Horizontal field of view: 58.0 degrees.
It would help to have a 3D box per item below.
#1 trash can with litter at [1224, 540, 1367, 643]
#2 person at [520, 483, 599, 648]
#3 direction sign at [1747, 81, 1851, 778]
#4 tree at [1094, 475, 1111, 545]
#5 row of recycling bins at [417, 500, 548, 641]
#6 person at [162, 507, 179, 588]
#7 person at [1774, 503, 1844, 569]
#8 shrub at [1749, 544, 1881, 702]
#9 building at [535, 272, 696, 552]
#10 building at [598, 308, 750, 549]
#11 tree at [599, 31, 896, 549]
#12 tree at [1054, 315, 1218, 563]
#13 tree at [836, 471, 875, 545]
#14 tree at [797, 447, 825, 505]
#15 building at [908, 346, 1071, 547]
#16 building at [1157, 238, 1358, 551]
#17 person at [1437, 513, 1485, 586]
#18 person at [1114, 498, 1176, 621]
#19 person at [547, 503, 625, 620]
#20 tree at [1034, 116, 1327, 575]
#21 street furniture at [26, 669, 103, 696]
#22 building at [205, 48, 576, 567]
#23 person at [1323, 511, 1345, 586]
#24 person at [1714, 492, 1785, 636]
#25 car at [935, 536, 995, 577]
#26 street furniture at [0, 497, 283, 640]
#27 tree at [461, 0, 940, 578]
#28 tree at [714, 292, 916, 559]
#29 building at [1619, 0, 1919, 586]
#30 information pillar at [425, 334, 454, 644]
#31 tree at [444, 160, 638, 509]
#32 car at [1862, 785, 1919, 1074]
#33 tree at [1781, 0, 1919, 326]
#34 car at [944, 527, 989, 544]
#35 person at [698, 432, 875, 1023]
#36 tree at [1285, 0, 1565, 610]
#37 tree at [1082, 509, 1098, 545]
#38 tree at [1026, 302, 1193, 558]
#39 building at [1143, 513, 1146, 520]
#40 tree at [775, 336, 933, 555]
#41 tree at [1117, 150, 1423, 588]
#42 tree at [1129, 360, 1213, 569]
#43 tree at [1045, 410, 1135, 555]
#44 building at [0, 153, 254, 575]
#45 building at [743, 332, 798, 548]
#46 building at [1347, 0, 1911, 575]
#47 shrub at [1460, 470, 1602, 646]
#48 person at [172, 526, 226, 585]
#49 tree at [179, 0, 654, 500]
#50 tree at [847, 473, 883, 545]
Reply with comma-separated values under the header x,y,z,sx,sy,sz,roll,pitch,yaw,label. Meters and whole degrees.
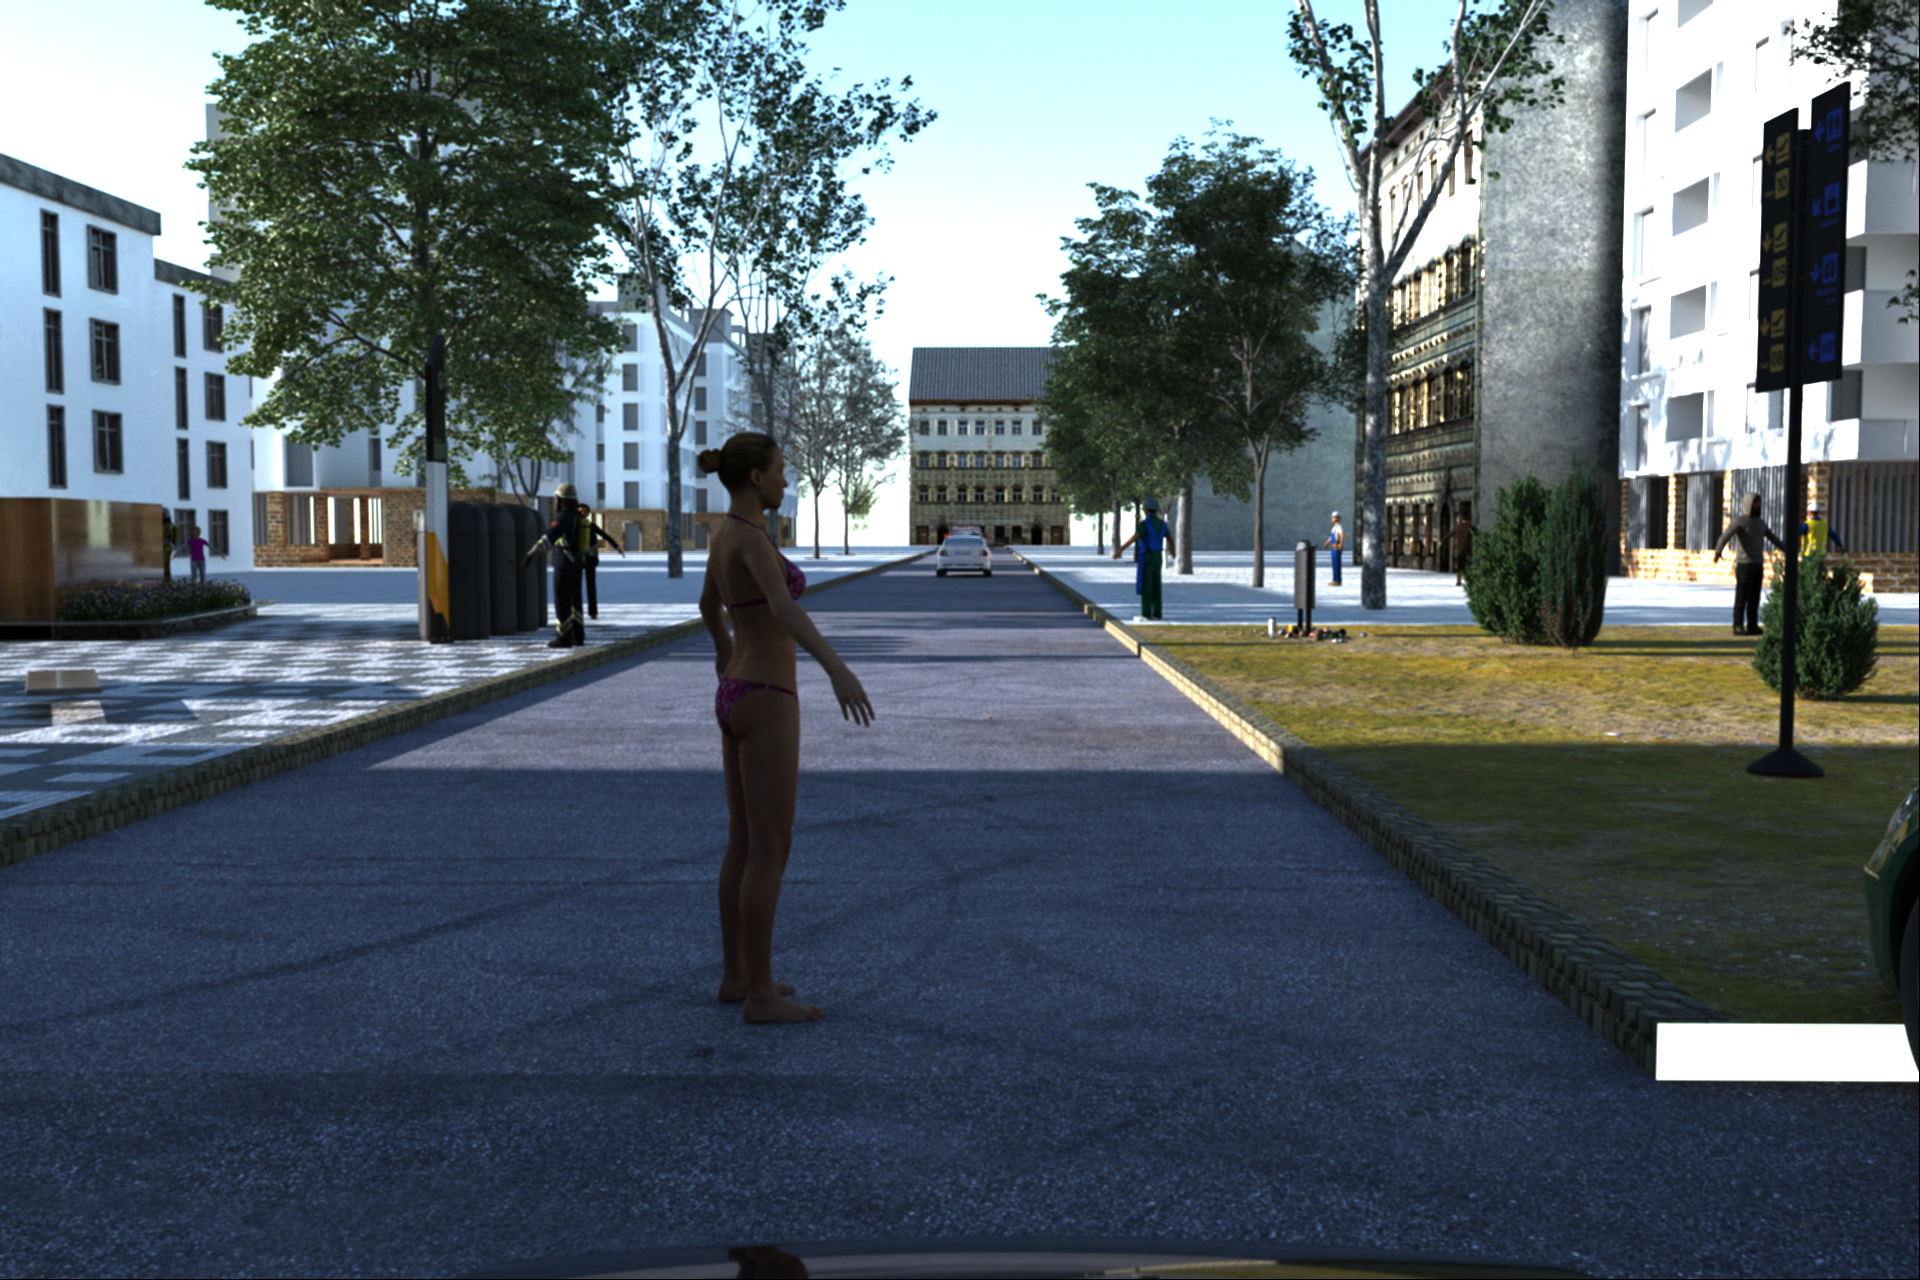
x,y,z,sx,sy,sz,roll,pitch,yaw,label
4.247,-0.636,21.457,1.678,1.210,2.233,0,4,-1,trash can with litter
-4.472,-0.849,19.659,0.705,1.856,1.354,2,4,24,person
4.430,-1.051,9.188,0.379,3.537,0.876,0,4,0,direction sign
16.803,-14.974,195.185,4.360,8.622,3.978,0,3,0,tree
-6.112,-0.941,22.505,1.069,1.692,3.534,0,4,1,row of recycling bins
-17.070,-1.916,37.092,0.705,1.858,1.354,-2,4,-28,person
15.327,-1.541,31.161,1.349,1.833,0.705,0,4,-7,person
6.620,-0.140,13.403,1.383,1.207,1.383,0,3,0,shrub
-26.543,-16.527,126.631,16.016,20.090,11.380,0,4,2,building
-24.362,-17.731,146.316,16.016,20.090,11.380,0,3,0,building
-8.516,-12.993,68.323,12.611,20.169,13.585,0,3,0,tree
7.804,-9.254,77.054,9.928,11.665,9.643,0,3,0,tree
-11.881,-15.122,197.605,4.737,8.622,4.395,0,3,0,tree
-20.542,-17.431,195.359,12.009,13.543,11.850,0,3,0,tree
3.543,-22.532,201.775,18.063,23.208,19.493,0,4,1,building
25.137,-18.804,138.378,19.493,23.208,18.063,0,4,1,building
12.548,-2.257,43.040,1.346,1.812,0.704,1,4,23,person
2.813,-1.201,25.760,1.347,1.817,0.704,-3,5,-43,person
-5.632,-1.174,25.913,1.216,1.740,0.721,-1,4,-10,person
7.097,-9.063,54.837,9.857,13.997,8.962,0,3,0,tree
-12.494,-0.348,12.536,11.010,1.723,9.812,-2,4,-28,street furniture
-23.245,-12.981,68.656,16.016,20.090,11.380,0,4,1,building
9.332,-2.273,43.027,0.705,1.847,1.347,0,4,-4,person
10.034,-0.968,21.958,1.348,1.813,0.705,-1,4,-22,person
0.162,-2.861,59.135,2.083,1.381,4.827,0,4,1,car
-12.606,-1.060,24.181,9.812,1.723,11.010,-1,4,-10,street furniture
-7.422,-11.817,49.103,12.611,20.169,13.585,0,3,0,tree
-7.304,-10.879,88.242,12.009,13.543,11.850,0,3,0,tree
24.814,-11.812,49.549,16.016,20.090,11.380,0,4,1,building
-6.072,-1.759,20.117,0.183,3.616,0.504,0,4,0,information pillar
-8.667,-5.142,34.442,4.360,8.622,3.978,0,3,0,tree
3.276,0.559,2.651,2.131,1.459,4.920,0,4,1,car
13.156,-5.069,17.290,8.767,10.594,7.601,0,4,5,tree
0.347,-4.929,89.260,2.281,1.827,5.304,0,4,1,car
-0.538,0.248,5.206,0.721,1.733,1.217,-2,4,-25,person
8.204,-10.528,28.024,12.611,20.169,13.585,0,3,0,tree
15.833,-15.284,200.252,4.360,8.622,3.978,0,3,0,tree
8.376,-11.377,92.664,9.857,13.997,8.962,0,3,0,tree
28.019,-18.646,171.319,16.747,18.905,31.486,0,4,1,building
-6.869,-11.943,105.642,12.009,13.543,11.850,0,3,0,tree
7.445,-6.547,41.463,7.601,10.594,8.767,-3,5,-39,tree
7.457,-6.915,63.427,4.360,8.622,3.978,0,3,0,tree
9.010,-11.544,106.878,7.486,12.596,7.792,0,3,0,tree
-25.397,-6.323,45.521,9.099,9.664,28.070,0,4,2,building
-21.719,-18.795,163.718,16.016,20.090,11.380,0,4,1,building
25.457,-14.141,62.128,19.493,23.208,18.063,0,4,1,building
6.625,-0.959,20.101,1.690,2.028,1.600,0,3,0,shrub
-14.898,-1.506,33.889,0.991,1.433,0.599,-3,4,-37,person
-8.523,-6.676,27.276,7.486,12.596,7.792,0,3,0,tree
-11.161,-15.452,202.998,4.737,8.622,4.395,0,3,0,tree
